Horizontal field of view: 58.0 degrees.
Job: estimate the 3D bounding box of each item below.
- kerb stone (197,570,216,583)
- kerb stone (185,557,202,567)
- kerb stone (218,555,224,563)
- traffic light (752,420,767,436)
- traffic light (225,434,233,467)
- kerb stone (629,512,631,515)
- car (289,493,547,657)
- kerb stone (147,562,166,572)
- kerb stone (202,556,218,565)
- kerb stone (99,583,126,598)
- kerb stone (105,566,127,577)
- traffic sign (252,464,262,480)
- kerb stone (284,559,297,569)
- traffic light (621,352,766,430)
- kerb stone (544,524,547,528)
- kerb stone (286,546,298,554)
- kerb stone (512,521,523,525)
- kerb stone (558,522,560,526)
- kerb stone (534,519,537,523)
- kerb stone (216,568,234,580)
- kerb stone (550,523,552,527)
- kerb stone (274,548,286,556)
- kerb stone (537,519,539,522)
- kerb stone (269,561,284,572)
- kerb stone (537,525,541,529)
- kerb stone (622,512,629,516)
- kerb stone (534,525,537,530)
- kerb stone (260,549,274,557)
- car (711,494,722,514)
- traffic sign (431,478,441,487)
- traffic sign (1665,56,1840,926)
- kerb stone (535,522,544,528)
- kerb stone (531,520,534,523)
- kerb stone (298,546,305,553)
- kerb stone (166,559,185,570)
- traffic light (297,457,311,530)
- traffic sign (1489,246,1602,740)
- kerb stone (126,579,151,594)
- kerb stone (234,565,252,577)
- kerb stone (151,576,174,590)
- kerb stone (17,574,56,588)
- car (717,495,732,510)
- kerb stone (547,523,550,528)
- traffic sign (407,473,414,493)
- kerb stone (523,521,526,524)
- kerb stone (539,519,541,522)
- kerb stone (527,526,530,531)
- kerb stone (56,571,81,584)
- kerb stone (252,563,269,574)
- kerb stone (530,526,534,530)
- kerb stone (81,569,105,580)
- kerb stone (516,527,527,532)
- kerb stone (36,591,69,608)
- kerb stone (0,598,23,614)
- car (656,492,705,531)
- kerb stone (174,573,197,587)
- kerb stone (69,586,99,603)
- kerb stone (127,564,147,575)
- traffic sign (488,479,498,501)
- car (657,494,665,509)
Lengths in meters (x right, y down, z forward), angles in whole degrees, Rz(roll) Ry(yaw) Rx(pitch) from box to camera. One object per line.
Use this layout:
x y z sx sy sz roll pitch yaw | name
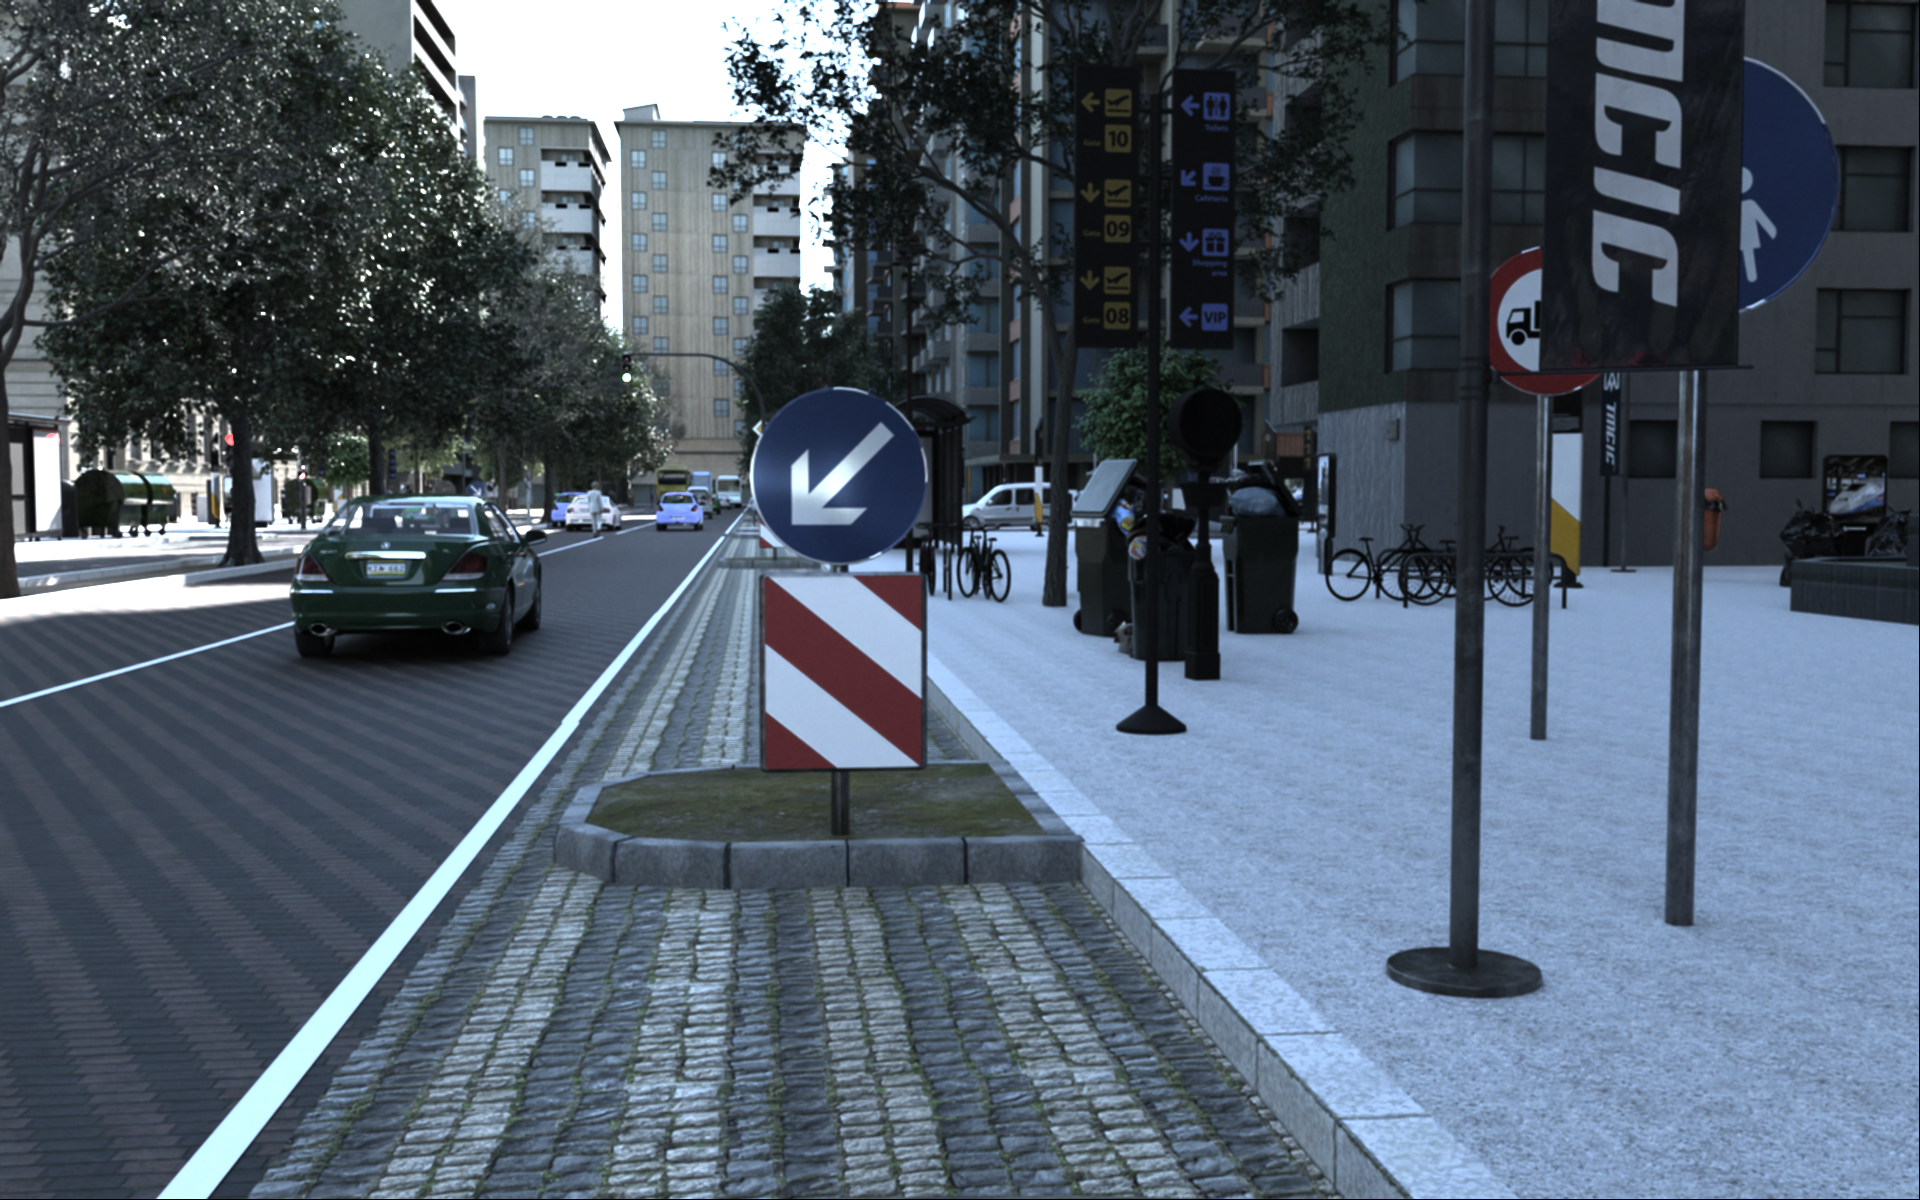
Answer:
-12.393 -0.370 28.246 0.120 0.150 1.000 0 4 -7 | kerb stone
-15.175 -0.724 34.036 0.120 0.150 1.000 0 4 -7 | kerb stone
-15.418 -0.845 36.077 0.120 0.150 1.000 0 4 -7 | kerb stone
-7.325 -4.610 64.299 0.839 4.253 0.868 0 4 -7 | traffic light
-22.754 -4.008 54.459 0.839 4.253 0.868 0 4 -7 | traffic light
-22.983 -5.945 119.409 0.120 0.150 1.000 0 4 -7 | kerb stone
-5.138 -0.304 16.766 2.131 1.459 4.920 -1 4 -8 | car
-14.945 -0.594 31.992 0.120 0.150 1.000 0 4 -7 | kerb stone
-15.294 -0.786 35.051 0.120 0.150 1.000 0 4 -7 | kerb stone
-11.918 -0.120 24.163 0.120 0.150 1.000 0 4 -7 | kerb stone
-14.705 -0.472 29.954 0.120 0.150 1.000 0 4 -7 | kerb stone
-26.543 -3.957 64.706 0.884 2.594 0.081 0 4 -6 | traffic sign
-12.985 -0.682 33.340 0.120 0.150 1.000 0 4 -7 | kerb stone
-8.472 -4.974 55.986 4.771 5.953 1.251 0 4 -7 | traffic light
-17.532 -3.079 72.542 0.120 0.150 1.000 0 4 -7 | kerb stone
-16.005 -1.161 41.172 0.120 0.150 1.000 0 4 -7 | kerb stone
-20.570 -3.562 80.472 0.120 0.150 1.000 0 4 -7 | kerb stone
-18.124 -3.390 77.629 0.120 0.150 1.000 0 4 -7 | kerb stone
-21.164 -3.870 85.554 0.120 0.150 1.000 0 4 -7 | kerb stone
-12.516 -0.432 29.262 0.120 0.150 1.000 0 4 -7 | kerb stone
-17.769 -3.204 74.579 0.120 0.150 1.000 0 4 -7 | kerb stone
-15.890 -1.095 40.149 0.120 0.150 1.000 0 4 -7 | kerb stone
-21.281 -3.934 86.569 0.120 0.150 1.000 0 4 -7 | kerb stone
-12.867 -0.620 32.324 0.120 0.150 1.000 0 4 -7 | kerb stone
-17.296 -2.950 70.500 0.120 0.150 1.000 0 4 -7 | kerb stone
-22.867 -5.883 118.383 0.120 0.150 1.000 0 4 -7 | kerb stone
-17.188 -2.892 69.483 0.120 0.150 1.000 0 4 -7 | kerb stone
-15.771 -1.036 39.134 0.120 0.150 1.000 0 4 -7 | kerb stone
-18.023 -7.035 123.819 1.959 1.807 4.718 0 4 -6 | car
-32.800 -6.507 108.511 0.606 2.300 0.079 0 4 -3 | traffic sign
2.151 -0.305 5.101 0.768 2.556 0.104 0 4 2 | traffic sign
-17.423 -3.015 71.521 0.120 0.150 1.000 0 4 -7 | kerb stone
-21.056 -3.813 84.537 0.120 0.150 1.000 0 4 -7 | kerb stone
-16.132 -1.223 42.196 0.120 0.150 1.000 0 4 -7 | kerb stone
-15.056 -0.656 33.013 0.120 0.150 1.000 0 4 -7 | kerb stone
-21.607 -5.382 62.666 4.771 5.953 1.251 0 4 -7 | traffic light
3.029 -0.544 8.993 0.768 2.556 0.104 0 3 0 | traffic sign
-12.036 -0.183 25.187 0.120 0.150 1.000 0 4 -7 | kerb stone
-12.631 -0.495 30.286 0.120 0.150 1.000 0 4 -7 | kerb stone
-12.163 -0.244 26.210 0.120 0.150 1.000 0 4 -7 | kerb stone
-14.350 -0.284 26.908 0.120 0.150 1.000 0 4 -7 | kerb stone
-22.347 -9.138 161.776 2.083 1.381 4.827 0 4 -6 | car
-17.663 -3.142 73.562 0.120 0.150 1.000 0 4 -7 | kerb stone
-32.853 -6.367 104.201 0.768 2.556 0.104 0 4 -4 | traffic sign
-20.687 -3.627 81.492 0.120 0.150 1.000 0 4 -7 | kerb stone
-21.399 -3.998 87.584 0.120 0.150 1.000 0 4 -7 | kerb stone
-16.953 -2.768 67.445 0.120 0.150 1.000 0 4 -7 | kerb stone
-14.476 -0.350 27.922 0.120 0.150 1.000 0 4 -7 | kerb stone
-12.744 -0.557 31.310 0.120 0.150 1.000 0 4 -7 | kerb stone
-17.068 -2.830 68.465 0.120 0.150 1.000 0 4 -7 | kerb stone
-14.587 -0.412 28.938 0.120 0.150 1.000 0 4 -7 | kerb stone
-16.828 -2.705 66.430 0.120 0.150 1.000 0 4 -7 | kerb stone
-11.681 0.009 22.133 0.120 0.150 1.000 0 4 -7 | kerb stone
-11.567 0.072 21.110 0.120 0.150 1.000 0 4 -7 | kerb stone
-11.122 -3.624 68.842 1.945 1.707 3.694 0 4 -6 | car
-12.268 -0.308 27.226 0.120 0.150 1.000 0 4 -7 | kerb stone
-11.798 -0.058 23.148 0.120 0.150 1.000 0 4 -7 | kerb stone
-14.820 -0.535 30.977 0.120 0.150 1.000 0 4 -7 | kerb stone
-32.596 -7.333 121.075 0.795 2.450 0.064 0 4 1 | traffic sign
-21.423 -7.135 128.447 2.131 1.459 4.920 0 4 -5 | car
